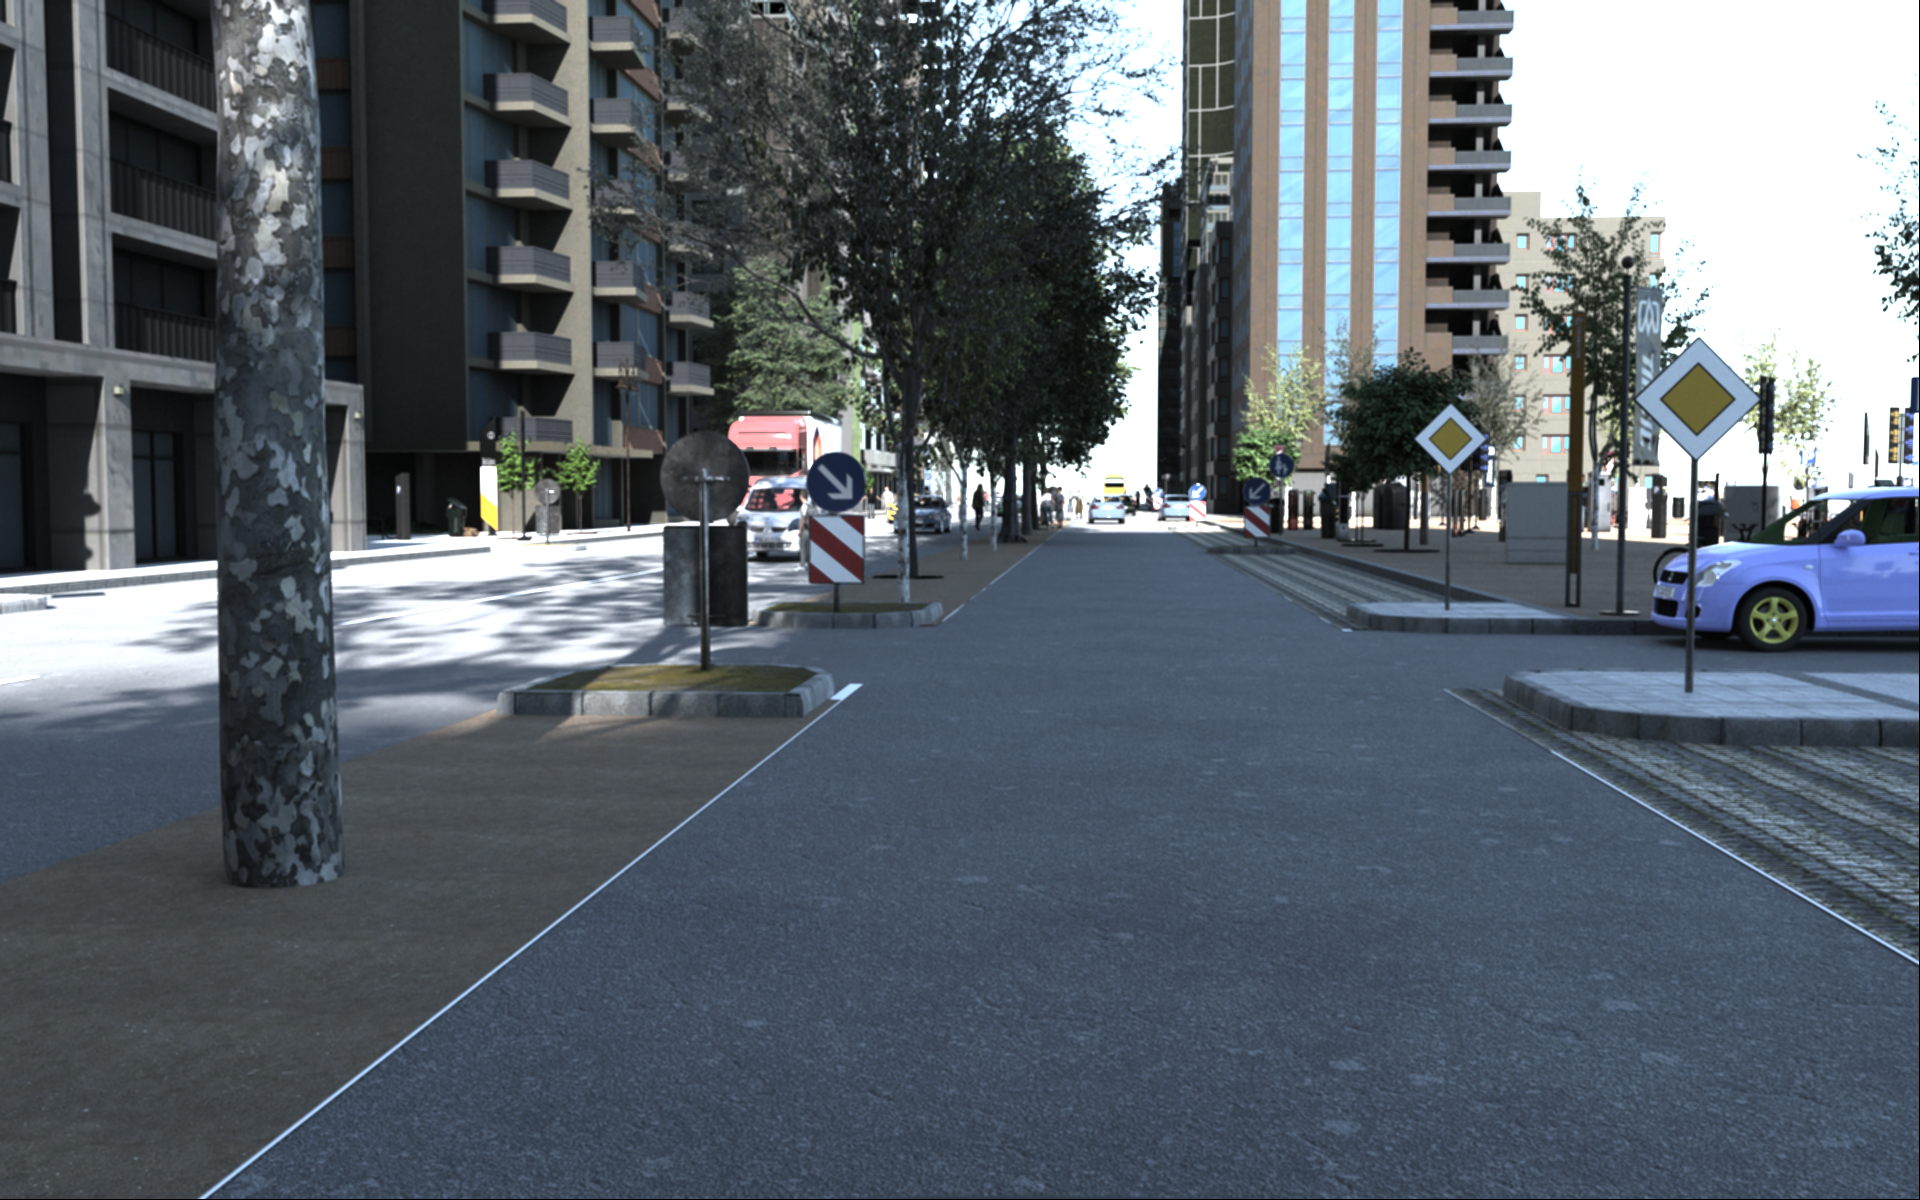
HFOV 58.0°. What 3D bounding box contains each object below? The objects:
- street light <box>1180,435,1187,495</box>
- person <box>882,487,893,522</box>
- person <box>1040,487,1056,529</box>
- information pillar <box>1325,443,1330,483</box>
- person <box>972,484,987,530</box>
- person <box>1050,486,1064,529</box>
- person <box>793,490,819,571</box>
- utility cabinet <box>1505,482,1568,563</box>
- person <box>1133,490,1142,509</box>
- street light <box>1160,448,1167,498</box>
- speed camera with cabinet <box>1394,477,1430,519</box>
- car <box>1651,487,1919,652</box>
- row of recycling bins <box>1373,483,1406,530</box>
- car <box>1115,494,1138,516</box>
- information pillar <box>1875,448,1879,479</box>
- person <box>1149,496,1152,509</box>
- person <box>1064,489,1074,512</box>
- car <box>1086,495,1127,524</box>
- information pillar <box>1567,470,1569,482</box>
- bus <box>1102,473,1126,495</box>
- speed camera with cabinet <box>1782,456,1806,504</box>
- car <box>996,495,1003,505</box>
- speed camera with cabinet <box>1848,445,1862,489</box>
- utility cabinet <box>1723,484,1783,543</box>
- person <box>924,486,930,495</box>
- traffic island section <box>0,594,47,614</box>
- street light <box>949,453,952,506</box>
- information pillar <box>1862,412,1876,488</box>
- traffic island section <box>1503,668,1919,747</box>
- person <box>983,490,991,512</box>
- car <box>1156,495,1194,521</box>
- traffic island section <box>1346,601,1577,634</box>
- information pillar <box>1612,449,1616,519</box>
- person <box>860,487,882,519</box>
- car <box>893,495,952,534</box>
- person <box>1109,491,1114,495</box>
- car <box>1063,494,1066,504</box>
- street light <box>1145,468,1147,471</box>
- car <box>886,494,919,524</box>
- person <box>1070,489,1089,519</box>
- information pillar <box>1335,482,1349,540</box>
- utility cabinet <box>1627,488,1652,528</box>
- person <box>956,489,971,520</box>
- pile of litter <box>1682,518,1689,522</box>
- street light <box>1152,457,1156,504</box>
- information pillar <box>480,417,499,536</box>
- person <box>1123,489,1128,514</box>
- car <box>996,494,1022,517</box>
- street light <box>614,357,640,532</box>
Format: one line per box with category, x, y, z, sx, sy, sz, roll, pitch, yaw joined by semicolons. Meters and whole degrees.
street light;17.037;-9.762;132.390;0.468;5.910;1.993;0;4;5
person;-3.642;-4.815;87.348;0.709;1.813;0.853;1;4;17
person;3.719;-3.817;71.585;0.731;1.740;0.598;-1;4;-19
information pillar;16.774;-5.367;79.103;0.183;3.616;0.504;0;4;-5
person;0.759;-3.675;68.493;0.656;1.842;0.836;1;4;14
person;3.965;-3.750;70.376;0.524;1.755;0.480;-2;4;-33
person;-2.890;-1.297;32.298;0.523;1.515;0.503;-1;4;-14
utility cabinet;10.625;-1.411;31.754;1.173;1.500;0.318;1;4;12
person;17.428;-9.870;169.888;1.348;1.823;0.705;-3;5;-40
street light;20.756;-12.576;178.408;0.468;5.910;1.993;0;4;5
speed camera with cabinet;23.382;-5.826;89.586;0.660;3.252;2.038;-2;4;-30
car;8.517;-0.412;16.333;3.694;1.707;1.945;0;4;5
row of recycling bins;15.805;-3.467;63.793;1.069;1.692;3.534;0;4;6
car;10.766;-6.399;114.410;2.009;1.686;4.222;0;4;5
information pillar;46.455;-5.901;87.840;0.183;3.616;0.504;1;4;12
person;16.789;-8.817;153.603;0.436;1.711;0.756;0;4;8
person;8.608;-7.740;135.127;1.350;1.814;0.705;0;4;-1
car;7.112;-4.407;84.064;2.014;1.417;4.499;0;4;4
information pillar;18.461;-2.914;52.140;0.304;2.012;0.304;-1;4;-9
bus;18.443;-13.181;207.053;2.896;3.916;12.252;0;4;5
speed camera with cabinet;38.044;-5.240;80.006;2.038;3.252;0.660;2;4;29
car;4.388;-10.355;181.666;2.083;1.381;4.827;0;4;6
speed camera with cabinet;35.811;-4.543;68.610;0.660;3.252;2.038;1;4;10
utility cabinet;18.285;-1.913;39.959;1.173;1.500;0.318;3;5;42
person;-1.880;-5.414;96.649;0.705;1.869;1.348;2;4;27
traffic island section;-12.411;0.097;20.697;2.009;0.180;2.903;0;4;5
street light;-0.910;-12.704;180.500;0.468;5.910;1.993;0;4;5
information pillar;25.867;-3.554;49.469;0.183;3.616;0.504;3;4;39
traffic island section;4.745;0.676;11.235;2.009;0.180;2.903;0;4;5
person;2.204;-7.859;137.709;1.217;1.743;0.721;-2;4;-24
car;11.419;-4.864;91.536;2.014;1.417;4.499;0;4;4
traffic island section;5.417;0.189;19.192;2.009;0.180;2.903;0;4;5
information pillar;33.784;-6.025;89.867;0.504;3.616;0.183;-1;4;-12
person;-5.062;-5.530;98.929;1.348;1.822;0.705;-1;4;-13
car;-1.344;-3.160;63.664;2.014;1.417;4.499;0;4;6
person;14.212;-9.348;162.283;0.756;1.711;0.436;2;4;32
car;13.903;-14.309;242.987;2.155;1.783;4.494;0;4;3
street light;27.141;-17.113;252.580;0.468;5.910;1.993;0;4;5
car;-2.525;-4.528;84.254;2.015;1.641;3.980;0;4;3
person;6.900;-5.551;99.987;1.217;1.736;0.721;-1;4;-12
information pillar;10.763;-2.706;48.733;0.304;2.012;0.304;0;4;-5
utility cabinet;25.261;-3.377;63.894;1.173;1.500;0.318;1;4;9
person;0.228;-5.345;96.427;0.617;1.759;0.750;3;5;39
pile of litter;33.869;-3.971;78.885;1.719;0.858;1.176;3;5;41
street light;24.070;-14.844;215.484;0.468;5.910;1.993;0;4;5
information pillar;-14.337;-3.752;52.702;0.504;3.616;0.183;-3;4;-37
person;11.774;-6.982;122.670;0.705;1.822;1.348;2;4;35
car;3.352;-6.043;110.608;2.131;1.459;4.920;0;4;6
street light;-11.204;-5.238;58.426;0.468;5.910;1.993;0;4;5
